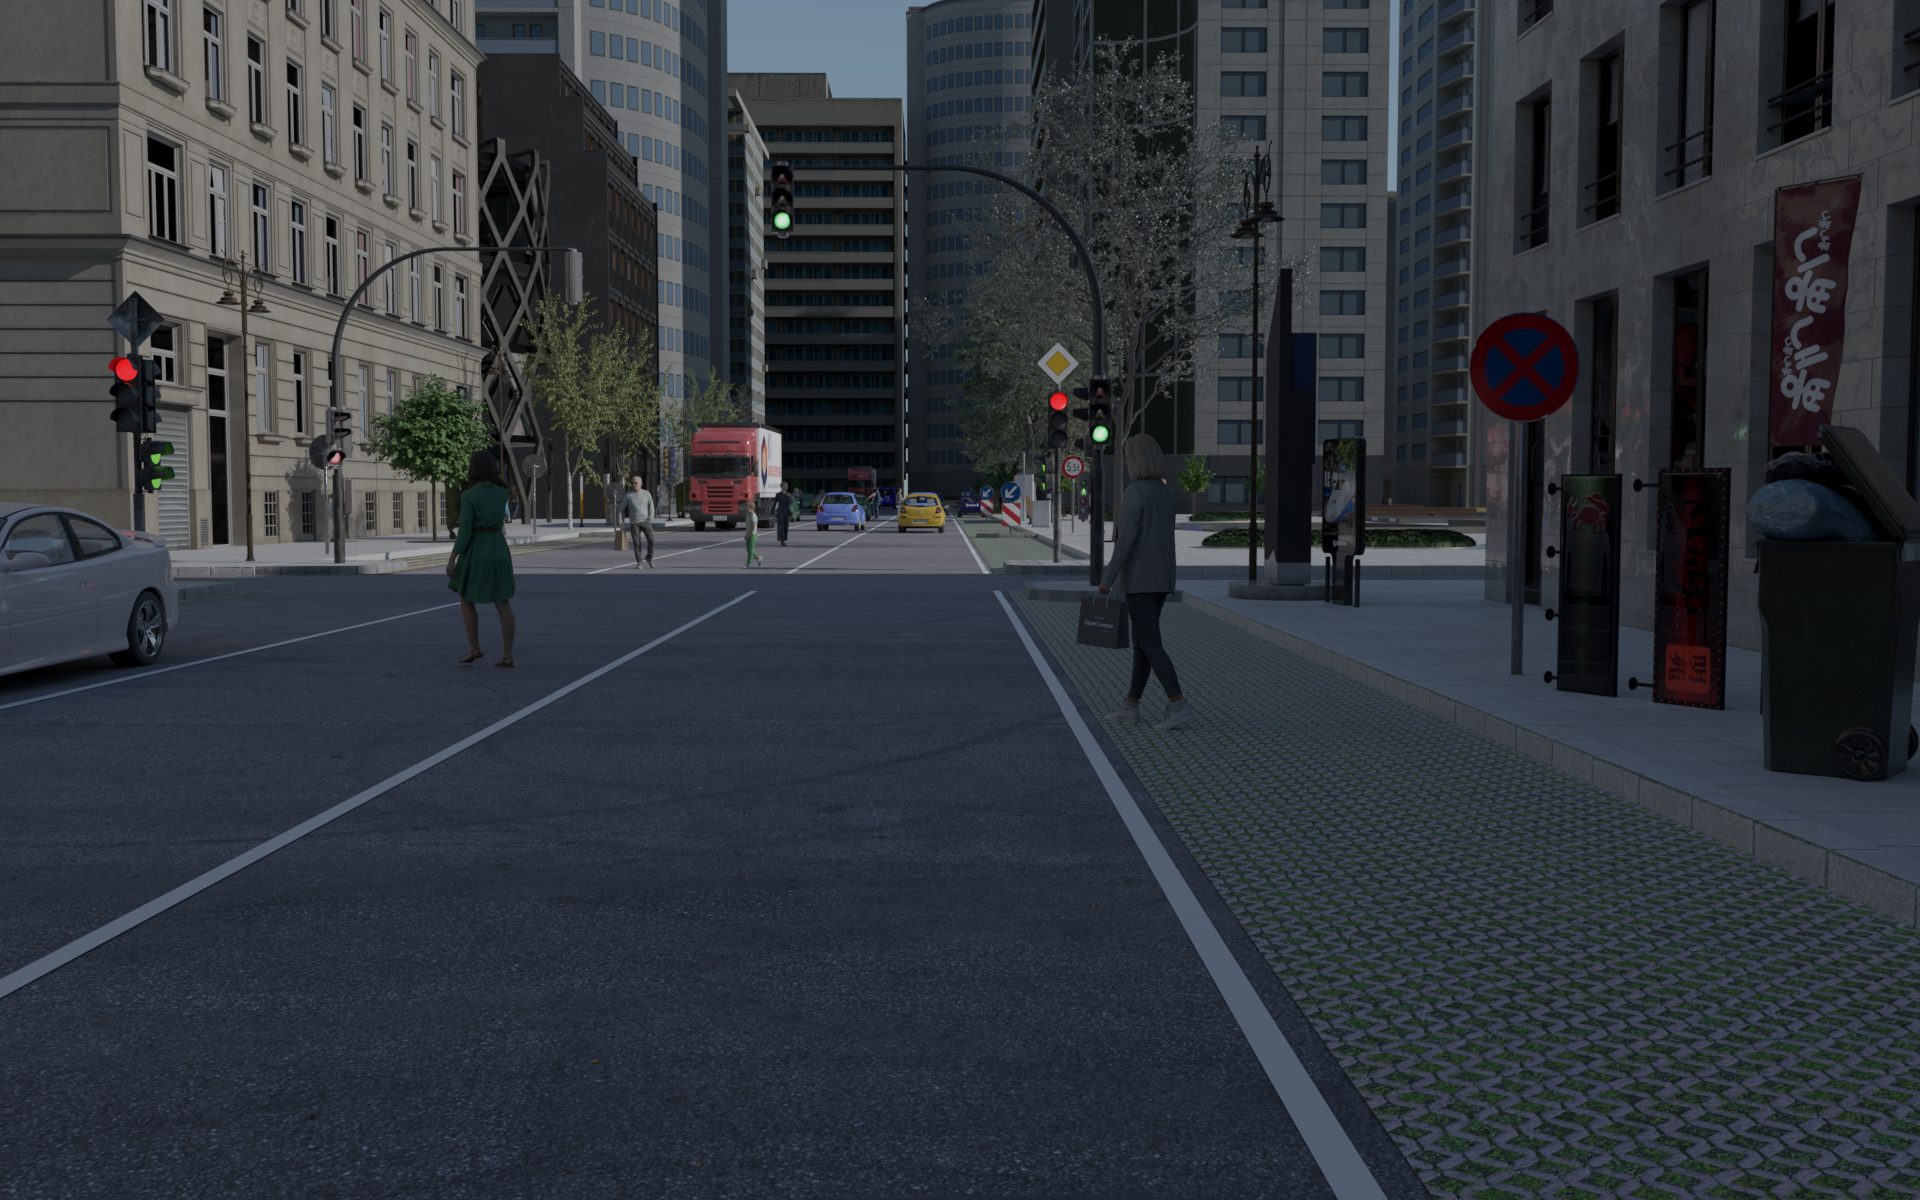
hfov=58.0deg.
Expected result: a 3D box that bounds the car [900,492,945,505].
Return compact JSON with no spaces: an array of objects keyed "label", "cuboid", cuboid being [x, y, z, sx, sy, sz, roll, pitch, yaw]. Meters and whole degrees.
[{"label":"car","cuboid":[-1.586,-3.905,73.438,1.945,1.707,3.694,0,4,-2]}]

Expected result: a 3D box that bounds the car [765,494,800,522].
[{"label":"car","cuboid":[-9.276,-4.744,89.358,2.131,1.459,4.920,0,4,0]}]

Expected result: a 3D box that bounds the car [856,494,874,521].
[{"label":"car","cuboid":[-5.736,-5.006,93.643,2.131,1.459,4.920,0,4,-3]}]

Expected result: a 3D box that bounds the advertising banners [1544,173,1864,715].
[{"label":"advertising banners","cuboid":[4.389,-0.870,10.407,0.090,3.025,2.074,-2,4,-30]}]

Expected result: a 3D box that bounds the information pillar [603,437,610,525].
[{"label":"information pillar","cuboid":[-14.536,-4.887,71.256,0.183,3.616,0.504,-2,4,-31]}]

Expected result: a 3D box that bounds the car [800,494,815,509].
[{"label":"car","cuboid":[-12.865,-8.327,144.947,1.959,1.807,4.718,0,4,-2]}]

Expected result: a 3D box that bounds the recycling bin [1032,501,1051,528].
[{"label":"recycling bin","cuboid":[3.130,-3.317,66.781,0.722,1.027,0.722,0,4,3]}]

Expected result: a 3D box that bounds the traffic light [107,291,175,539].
[{"label":"traffic light","cuboid":[-11.370,-2.144,23.972,0.839,4.253,0.868,0,4,-1]}]

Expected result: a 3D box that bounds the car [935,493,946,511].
[{"label":"car","cuboid":[-2.098,-8.129,142.505,1.945,1.707,3.694,0,4,1]}]

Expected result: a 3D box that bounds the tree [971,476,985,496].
[{"label":"tree","cuboid":[2.068,-11.434,181.552,1.663,3.219,1.824,0,3,0]}]

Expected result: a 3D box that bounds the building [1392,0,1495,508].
[{"label":"building","cuboid":[59.345,-38.367,169.303,28.212,58.520,21.231,0,4,-1]}]

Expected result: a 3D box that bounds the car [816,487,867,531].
[{"label":"car","cuboid":[-4.655,-3.575,68.044,1.945,1.707,3.694,0,4,1]}]

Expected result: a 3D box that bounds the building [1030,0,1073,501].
[{"label":"building","cuboid":[16.886,-31.552,139.579,21.300,48.544,21.600,0,4,-1]}]

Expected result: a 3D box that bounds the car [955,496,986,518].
[{"label":"car","cuboid":[0.702,-5.675,105.363,1.945,1.354,3.894,0,4,-1]}]

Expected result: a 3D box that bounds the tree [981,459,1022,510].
[{"label":"tree","cuboid":[3.414,-9.608,140.806,4.285,4.588,4.351,0,3,0]}]

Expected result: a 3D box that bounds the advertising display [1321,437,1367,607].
[{"label":"advertising display","cuboid":[4.427,-0.905,20.009,0.123,1.923,0.974,-1,4,-11]}]

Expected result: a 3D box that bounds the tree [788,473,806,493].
[{"label":"tree","cuboid":[-15.076,-9.999,158.087,1.663,3.219,1.824,0,3,0]}]

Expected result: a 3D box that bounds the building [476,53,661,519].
[{"label":"building","cuboid":[-24.049,-16.260,95.522,12.332,23.373,15.834,0,4,-1]}]

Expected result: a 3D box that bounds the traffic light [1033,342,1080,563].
[{"label":"traffic light","cuboid":[1.791,-2.643,32.136,0.839,4.253,0.868,0,4,-1]}]

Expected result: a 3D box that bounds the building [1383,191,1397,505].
[{"label":"building","cuboid":[57.952,-31.691,210.024,23.993,40.220,32.217,0,4,-1]}]

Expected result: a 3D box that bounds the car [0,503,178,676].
[{"label":"car","cuboid":[-7.667,-0.046,13.121,2.083,1.381,4.827,0,4,-1]}]

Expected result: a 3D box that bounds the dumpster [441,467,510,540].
[{"label":"dumpster","cuboid":[-13.818,-2.867,49.377,1.502,2.255,1.985,0,4,-1]}]

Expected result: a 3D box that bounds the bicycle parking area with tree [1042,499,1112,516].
[{"label":"bicycle parking area with tree","cuboid":[8.470,-7.136,103.679,9.016,4.147,8.231,1,4,19]}]

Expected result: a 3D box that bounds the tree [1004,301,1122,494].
[{"label":"tree","cuboid":[3.878,-7.096,66.389,4.360,8.622,3.978,0,3,0]}]

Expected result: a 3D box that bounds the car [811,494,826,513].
[{"label":"car","cuboid":[-10.342,-7.460,132.198,2.015,1.641,3.980,0,4,1]}]

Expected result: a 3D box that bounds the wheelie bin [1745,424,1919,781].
[{"label":"wheelie bin","cuboid":[4.051,-0.006,8.014,0.693,1.594,0.980,3,5,40]}]

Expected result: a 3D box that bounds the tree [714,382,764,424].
[{"label":"tree","cuboid":[-14.755,-9.993,113.746,4.360,8.622,3.978,0,3,0]}]

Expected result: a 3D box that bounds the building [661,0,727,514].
[{"label":"building","cuboid":[-28.285,-35.354,120.037,21.231,58.520,28.212,0,4,-1]}]

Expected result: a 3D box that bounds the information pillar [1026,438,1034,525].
[{"label":"information pillar","cuboid":[2.955,-4.992,72.968,0.183,3.616,0.504,-3,4,-36]}]

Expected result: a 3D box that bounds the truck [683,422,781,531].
[{"label":"truck","cuboid":[-9.007,-4.954,69.907,2.839,4.237,11.283,0,3,0]}]

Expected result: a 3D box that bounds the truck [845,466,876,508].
[{"label":"truck","cuboid":[-10.086,-11.571,178.095,2.839,4.237,11.283,0,4,0]}]

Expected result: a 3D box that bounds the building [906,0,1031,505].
[{"label":"building","cuboid":[7.875,-40.448,203.329,28.212,58.520,21.231,0,4,-1]}]

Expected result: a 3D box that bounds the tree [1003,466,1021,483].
[{"label":"tree","cuboid":[3.813,-7.705,120.570,1.663,3.219,1.824,0,3,0]}]

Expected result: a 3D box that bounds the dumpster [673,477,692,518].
[{"label":"dumpster","cuboid":[-14.333,-5.459,91.748,1.502,2.255,1.985,0,4,-1]}]

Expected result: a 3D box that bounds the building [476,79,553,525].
[{"label":"building","cuboid":[-26.283,-12.603,73.506,16.820,18.784,16.811,0,4,-1]}]

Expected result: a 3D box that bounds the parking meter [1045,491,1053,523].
[{"label":"parking meter","cuboid":[3.922,-4.164,76.486,0.372,1.533,0.369,0,3,0]}]

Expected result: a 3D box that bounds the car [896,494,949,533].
[{"label":"car","cuboid":[-1.423,-3.351,65.012,2.015,1.641,3.980,0,4,0]}]

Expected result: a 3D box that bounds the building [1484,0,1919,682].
[{"label":"building","cuboid":[11.698,-9.630,12.204,10.420,20.320,16.860,0,4,-1]}]

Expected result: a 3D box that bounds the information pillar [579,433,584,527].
[{"label":"information pillar","cuboid":[-14.598,-4.611,66.745,0.183,3.616,0.504,-1,4,-15]}]

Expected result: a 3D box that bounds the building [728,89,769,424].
[{"label":"building","cuboid":[-30.733,-28.852,163.613,23.993,40.220,32.217,0,4,-1]}]

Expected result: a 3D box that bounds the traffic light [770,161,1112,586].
[{"label":"traffic light","cuboid":[-0.201,-3.016,23.984,4.771,5.953,1.251,0,4,-1]}]

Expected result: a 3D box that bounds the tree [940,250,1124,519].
[{"label":"tree","cuboid":[3.872,-11.262,90.785,9.857,13.997,8.962,0,3,0]}]

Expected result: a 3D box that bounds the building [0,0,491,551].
[{"label":"building","cuboid":[-24.929,-13.255,50.002,16.112,22.955,30.059,0,4,-1]}]

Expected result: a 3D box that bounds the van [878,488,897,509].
[{"label":"van","cuboid":[-7.063,-9.893,166.131,2.240,2.365,5.245,0,3,0]}]

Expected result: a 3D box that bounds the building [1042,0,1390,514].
[{"label":"building","cuboid":[16.487,-41.564,117.816,20.563,71.187,20.611,0,4,-1]}]

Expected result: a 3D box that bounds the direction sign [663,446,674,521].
[{"label":"direction sign","cuboid":[-13.815,-5.522,82.275,0.379,3.537,0.876,2,4,23]}]

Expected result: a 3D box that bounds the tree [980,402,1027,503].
[{"label":"tree","cuboid":[3.245,-10.791,126.787,4.737,8.622,4.395,0,3,0]}]

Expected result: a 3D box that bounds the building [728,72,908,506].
[{"label":"building","cuboid":[-17.028,-35.445,203.231,21.600,48.544,21.300,0,4,-1]}]

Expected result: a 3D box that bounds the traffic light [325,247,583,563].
[{"label":"traffic light","cuboid":[-9.378,-3.508,32.018,4.771,5.953,1.251,0,4,-1]}]

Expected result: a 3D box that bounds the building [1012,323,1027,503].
[{"label":"building","cuboid":[19.205,-19.638,166.114,27.650,21.520,28.899,0,4,-1]}]
